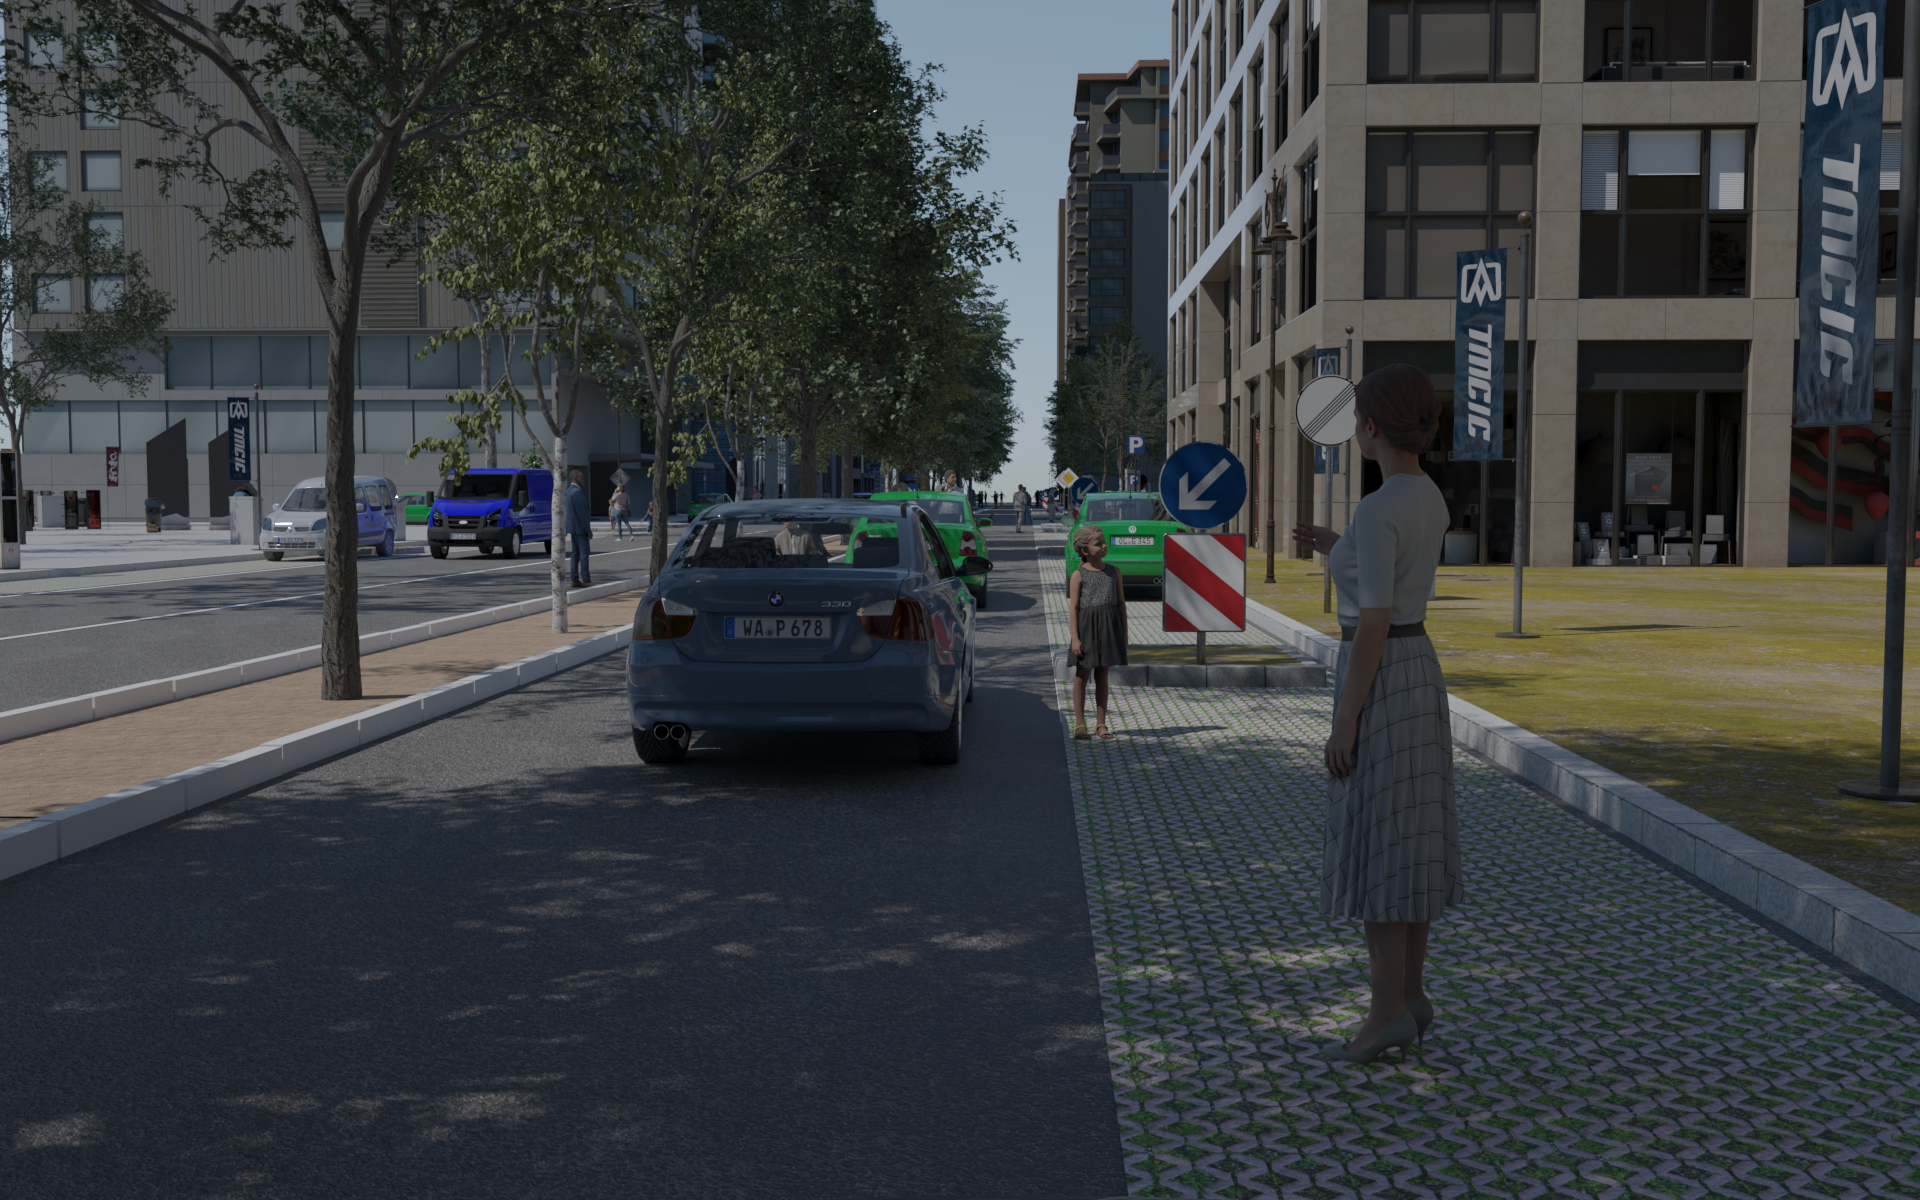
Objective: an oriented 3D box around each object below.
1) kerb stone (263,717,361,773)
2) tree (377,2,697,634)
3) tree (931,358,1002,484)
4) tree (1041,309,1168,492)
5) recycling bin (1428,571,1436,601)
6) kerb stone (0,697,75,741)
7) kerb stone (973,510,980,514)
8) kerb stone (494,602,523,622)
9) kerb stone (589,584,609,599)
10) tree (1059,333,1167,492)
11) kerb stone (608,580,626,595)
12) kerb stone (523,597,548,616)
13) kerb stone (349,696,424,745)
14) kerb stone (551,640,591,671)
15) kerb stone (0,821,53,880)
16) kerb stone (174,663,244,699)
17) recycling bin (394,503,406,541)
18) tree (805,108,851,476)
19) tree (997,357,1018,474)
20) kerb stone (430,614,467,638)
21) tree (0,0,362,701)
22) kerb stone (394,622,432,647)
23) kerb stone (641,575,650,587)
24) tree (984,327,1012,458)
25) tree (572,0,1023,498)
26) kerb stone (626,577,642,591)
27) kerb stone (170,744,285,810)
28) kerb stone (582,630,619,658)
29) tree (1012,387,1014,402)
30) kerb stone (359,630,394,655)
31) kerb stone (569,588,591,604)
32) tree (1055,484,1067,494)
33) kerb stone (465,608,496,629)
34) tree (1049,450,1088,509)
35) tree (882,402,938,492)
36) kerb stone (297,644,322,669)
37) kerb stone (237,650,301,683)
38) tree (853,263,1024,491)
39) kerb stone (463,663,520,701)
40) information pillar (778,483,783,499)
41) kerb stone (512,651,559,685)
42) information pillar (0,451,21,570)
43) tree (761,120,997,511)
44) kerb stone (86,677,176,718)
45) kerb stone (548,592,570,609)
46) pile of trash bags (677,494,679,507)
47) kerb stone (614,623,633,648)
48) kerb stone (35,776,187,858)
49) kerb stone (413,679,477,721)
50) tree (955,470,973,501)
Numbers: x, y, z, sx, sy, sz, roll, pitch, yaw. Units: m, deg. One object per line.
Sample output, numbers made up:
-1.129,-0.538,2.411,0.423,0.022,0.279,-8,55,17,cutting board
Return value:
-3.506,0.785,9.366,0.120,0.150,1.000,0,4,2,kerb stone
-4.124,-3.968,17.699,4.737,8.622,4.395,0,3,0,tree
-0.808,-10.873,105.993,9.928,11.665,9.643,0,3,0,tree
7.470,-9.321,86.806,7.601,10.594,8.767,1,4,11,tree
5.269,-0.515,20.978,0.722,1.027,0.722,-1,4,-22,recycling bin
-5.565,0.720,10.453,0.120,0.150,1.000,0,4,2,kerb stone
1.266,-6.580,129.772,0.120,0.150,1.000,0,4,2,kerb stone
-5.196,0.154,19.678,0.120,0.150,1.000,0,4,2,kerb stone
-5.035,-0.098,23.792,0.120,0.150,1.000,0,4,2,kerb stone
7.625,-7.899,79.504,4.360,8.622,3.978,0,3,0,tree
-4.992,-0.160,24.813,0.120,0.150,1.000,0,4,2,kerb stone
-5.150,0.093,20.704,0.120,0.150,1.000,0,4,2,kerb stone
-3.464,0.727,10.388,0.120,0.150,1.000,0,4,2,kerb stone
-3.293,0.474,14.489,0.120,0.150,1.000,0,4,2,kerb stone
-3.623,0.975,6.299,0.120,0.150,1.000,0,4,2,kerb stone
-5.475,0.599,12.505,0.120,0.150,1.000,0,4,2,kerb stone
-15.615,-2.123,47.271,0.722,1.027,0.722,-3,5,-43,recycling bin
-3.880,-4.734,30.213,4.737,8.622,4.395,0,3,0,tree
0.016,-11.900,115.149,7.486,12.596,7.792,0,3,0,tree
-5.273,0.280,17.634,0.120,0.150,1.000,0,4,2,kerb stone
-4.341,-4.558,11.386,8.767,10.594,7.601,0,4,2,tree
-5.320,0.350,16.602,0.120,0.150,1.000,0,4,2,kerb stone
-4.907,-0.285,26.863,0.120,0.150,1.000,0,4,2,kerb stone
-2.668,-7.657,62.058,8.767,10.594,7.601,0,4,2,tree
-3.412,-7.298,38.789,9.611,12.733,9.660,0,3,0,tree
-4.956,-0.220,25.841,0.120,0.150,1.000,0,4,2,kerb stone
-3.539,0.853,8.345,0.120,0.150,1.000,0,4,2,kerb stone
-3.260,0.409,15.511,0.120,0.150,1.000,0,4,2,kerb stone
-1.488,-9.336,89.505,8.767,10.594,7.601,0,4,2,tree
-5.359,0.406,15.576,0.120,0.150,1.000,0,4,2,kerb stone
-5.070,-0.035,22.770,0.120,0.150,1.000,0,4,2,kerb stone
11.642,-12.626,201.041,1.663,3.219,1.824,0,3,0,tree
-5.239,0.222,18.657,0.120,0.150,1.000,0,4,2,kerb stone
9.859,-12.180,149.509,4.737,8.622,4.395,0,3,0,tree
-2.304,-6.286,55.597,4.360,8.622,3.978,0,3,0,tree
-5.401,0.468,14.550,0.120,0.150,1.000,0,4,2,kerb stone
-5.436,0.532,13.529,0.120,0.150,1.000,0,4,2,kerb stone
-1.543,-10.447,79.920,9.857,13.997,8.962,0,3,0,tree
-3.383,0.597,12.438,0.120,0.150,1.000,0,4,2,kerb stone
-12.436,-7.059,119.903,0.304,2.012,0.304,-1,4,-11,information pillar
-3.336,0.534,13.462,0.120,0.150,1.000,0,4,2,kerb stone
-16.193,-1.524,29.406,0.304,2.012,0.304,3,5,42,information pillar
-3.034,-7.757,47.418,7.486,12.596,7.792,0,3,0,tree
-5.522,0.657,11.477,0.120,0.150,1.000,0,4,2,kerb stone
-5.117,0.035,21.735,0.120,0.150,1.000,0,4,2,kerb stone
-18.647,-5.842,105.271,3.447,1.369,1.912,1,4,18,pile of trash bags
-3.215,0.346,16.537,0.120,0.150,1.000,0,4,2,kerb stone
-3.581,0.910,7.320,0.120,0.150,1.000,0,4,2,kerb stone
-3.420,0.664,11.409,0.120,0.150,1.000,0,4,2,kerb stone
0.585,-11.344,138.289,4.737,8.622,4.395,0,3,0,tree
